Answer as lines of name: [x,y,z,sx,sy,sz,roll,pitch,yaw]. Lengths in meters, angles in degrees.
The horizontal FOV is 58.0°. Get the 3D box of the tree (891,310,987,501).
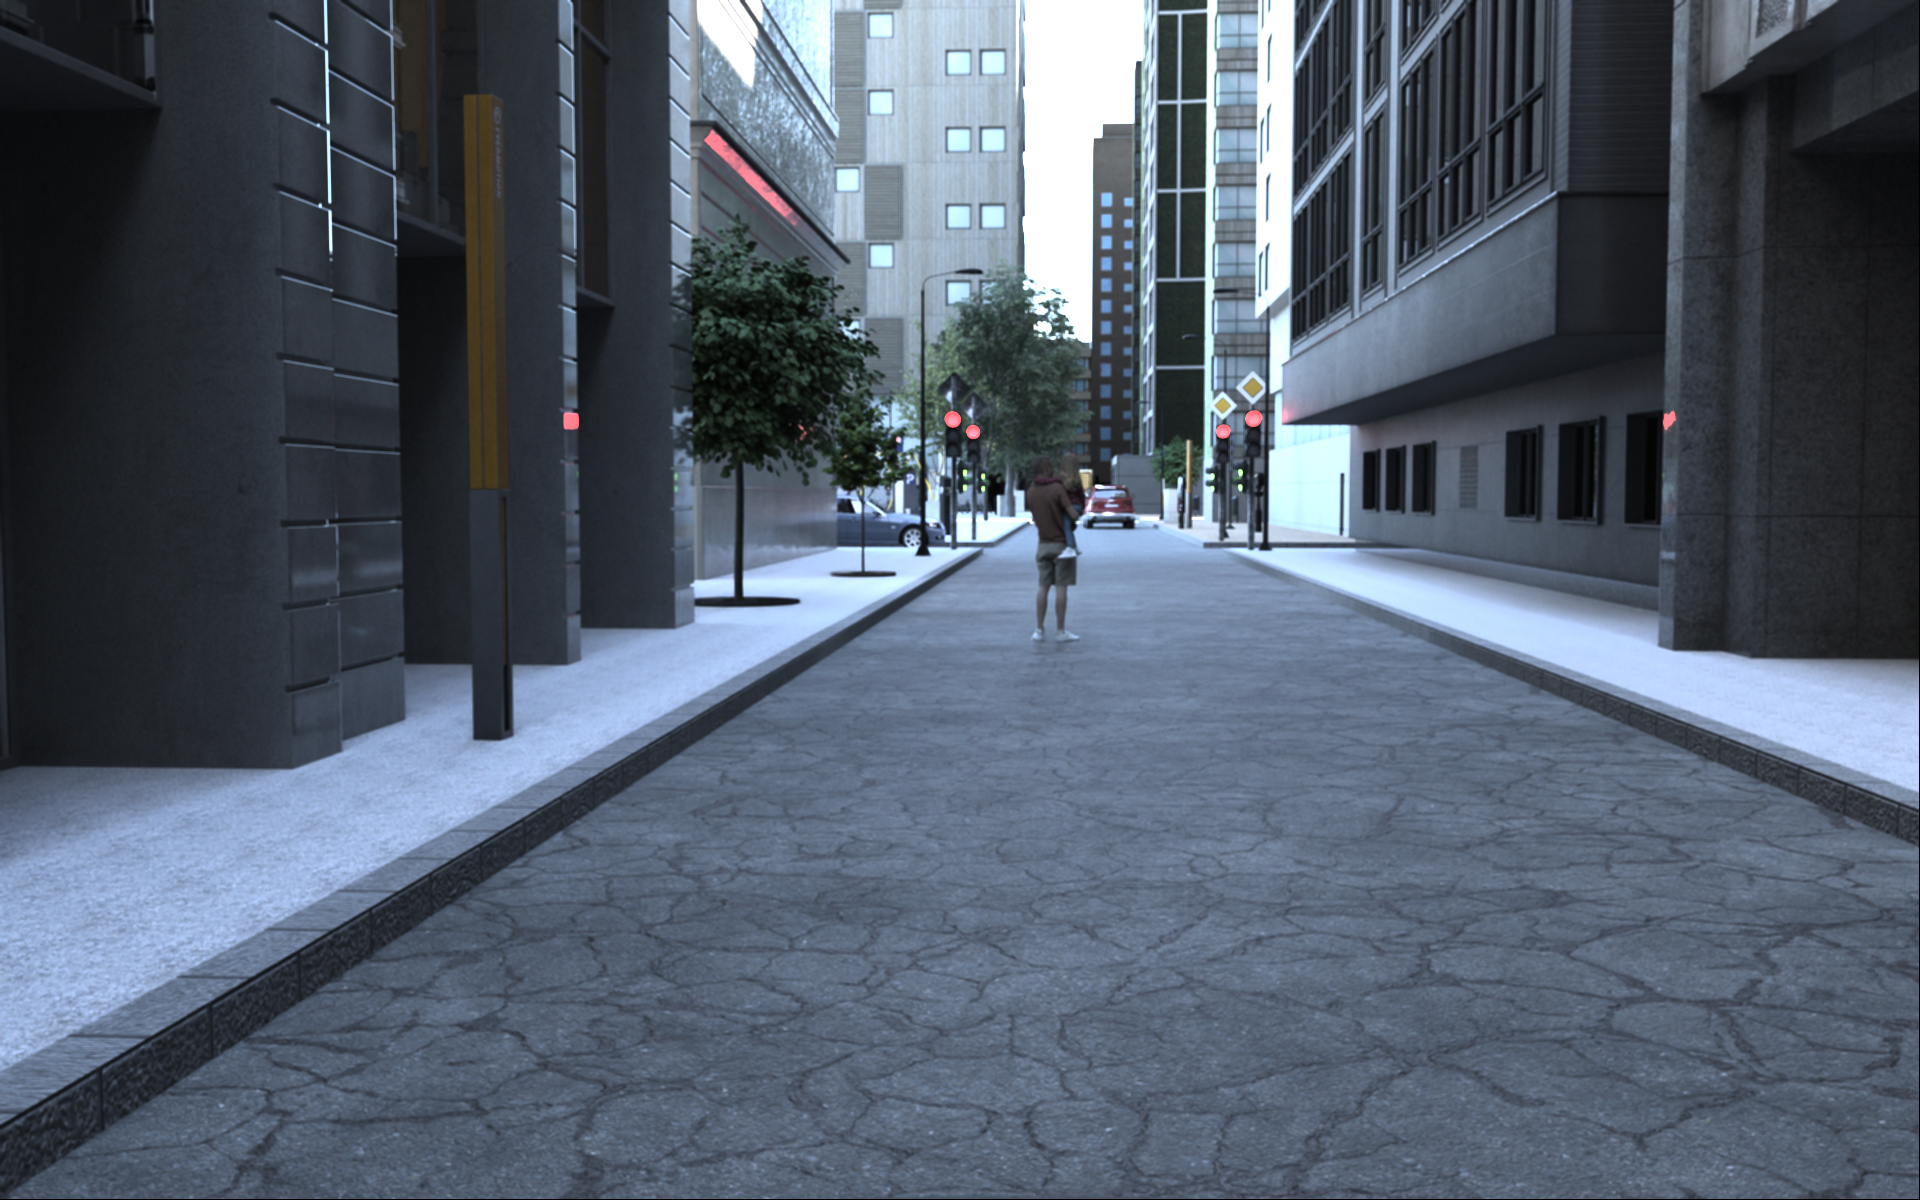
tree: [-0.904,-7.319,70.033,4.737,8.622,4.395,0,3,0]

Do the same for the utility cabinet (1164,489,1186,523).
utility cabinet: [9.417,-4.114,75.941,1.173,1.500,0.318,-3,5,-42]

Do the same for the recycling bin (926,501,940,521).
recycling bin: [-0.965,-2.929,60.439,0.722,1.027,0.722,1,4,8]

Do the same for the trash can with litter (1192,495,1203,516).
trash can with litter: [14.031,-5.503,101.029,2.233,1.210,1.678,2,4,30]

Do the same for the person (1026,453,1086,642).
person: [0.958,-0.518,16.947,0.580,1.828,0.573,-1,4,-9]

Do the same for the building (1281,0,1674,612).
building: [13.454,-14.225,26.091,14.314,27.812,24.014,0,4,4]

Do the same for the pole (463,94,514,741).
pole: [-2.450,-0.927,8.996,0.158,3.312,0.155,0,3,0]

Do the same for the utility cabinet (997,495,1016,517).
utility cabinet: [2.593,-5.208,96.306,1.020,1.237,0.306,-2,4,-25]

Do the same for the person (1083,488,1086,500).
person: [8.796,-6.982,122.538,0.514,1.842,0.818,-1,4,-13]

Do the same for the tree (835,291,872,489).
tree: [-4.640,-6.633,58.819,4.360,8.622,3.978,0,3,0]

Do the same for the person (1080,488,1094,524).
person: [6.045,-4.437,81.803,0.760,1.731,0.466,-3,4,-38]

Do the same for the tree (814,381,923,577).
tree: [-1.618,-1.985,27.058,1.663,3.219,1.824,0,3,0]

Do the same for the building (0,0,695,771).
building: [-8.991,-13.738,2.105,11.434,29.767,29.804,0,4,4]

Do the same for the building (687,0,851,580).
building: [-17.529,-12.227,33.196,30.059,22.955,16.112,0,4,4]

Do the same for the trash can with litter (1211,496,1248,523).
trash can with litter: [12.247,-3.993,76.335,1.678,1.210,2.233,-2,4,-32]

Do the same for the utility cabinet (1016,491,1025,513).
utility cabinet: [3.692,-6.505,115.027,1.173,1.500,0.318,0,4,7]

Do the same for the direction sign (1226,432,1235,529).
direction sign: [9.990,-4.402,63.965,0.379,3.537,0.876,0,3,0]

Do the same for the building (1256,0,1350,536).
building: [24.455,-28.638,57.469,27.495,52.752,28.713,0,4,4]

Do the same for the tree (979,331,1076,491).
tree: [4.285,-12.205,117.672,7.486,12.596,7.792,0,3,0]

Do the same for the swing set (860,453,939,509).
swing set: [-2.452,-4.183,66.015,2.862,2.851,3.119,2,4,24]

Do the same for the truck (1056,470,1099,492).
truck: [9.263,-8.674,137.744,3.469,3.379,9.791,0,4,5]

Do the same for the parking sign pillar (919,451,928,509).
parking sign pillar: [-2.312,-7.337,108.433,1.447,3.967,1.447,0,4,5]

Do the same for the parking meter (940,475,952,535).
parking meter: [-0.445,-2.937,53.724,0.255,1.863,0.399,-2,4,-28]

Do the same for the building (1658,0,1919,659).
building: [11.197,-11.344,3.491,12.078,24.808,19.932,0,4,4]

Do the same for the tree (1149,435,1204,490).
tree: [12.143,-6.872,96.068,4.285,4.588,4.351,0,3,0]

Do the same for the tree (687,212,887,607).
tree: [-2.555,-2.231,20.197,4.285,4.588,4.351,0,3,0]

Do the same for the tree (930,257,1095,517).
tree: [2.807,-11.522,95.047,9.857,13.997,8.962,0,3,0]

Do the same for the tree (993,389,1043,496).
tree: [3.418,-9.436,104.644,4.360,8.622,3.978,0,3,0]

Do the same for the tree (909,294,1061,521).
tree: [0.989,-9.027,81.998,8.767,10.594,7.601,3,5,40]

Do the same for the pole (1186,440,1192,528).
pole: [8.639,-4.367,65.239,0.158,3.312,0.155,0,3,0]

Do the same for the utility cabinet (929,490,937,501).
utility cabinet: [-1.154,-5.469,98.093,1.173,1.500,0.318,-1,4,-9]
